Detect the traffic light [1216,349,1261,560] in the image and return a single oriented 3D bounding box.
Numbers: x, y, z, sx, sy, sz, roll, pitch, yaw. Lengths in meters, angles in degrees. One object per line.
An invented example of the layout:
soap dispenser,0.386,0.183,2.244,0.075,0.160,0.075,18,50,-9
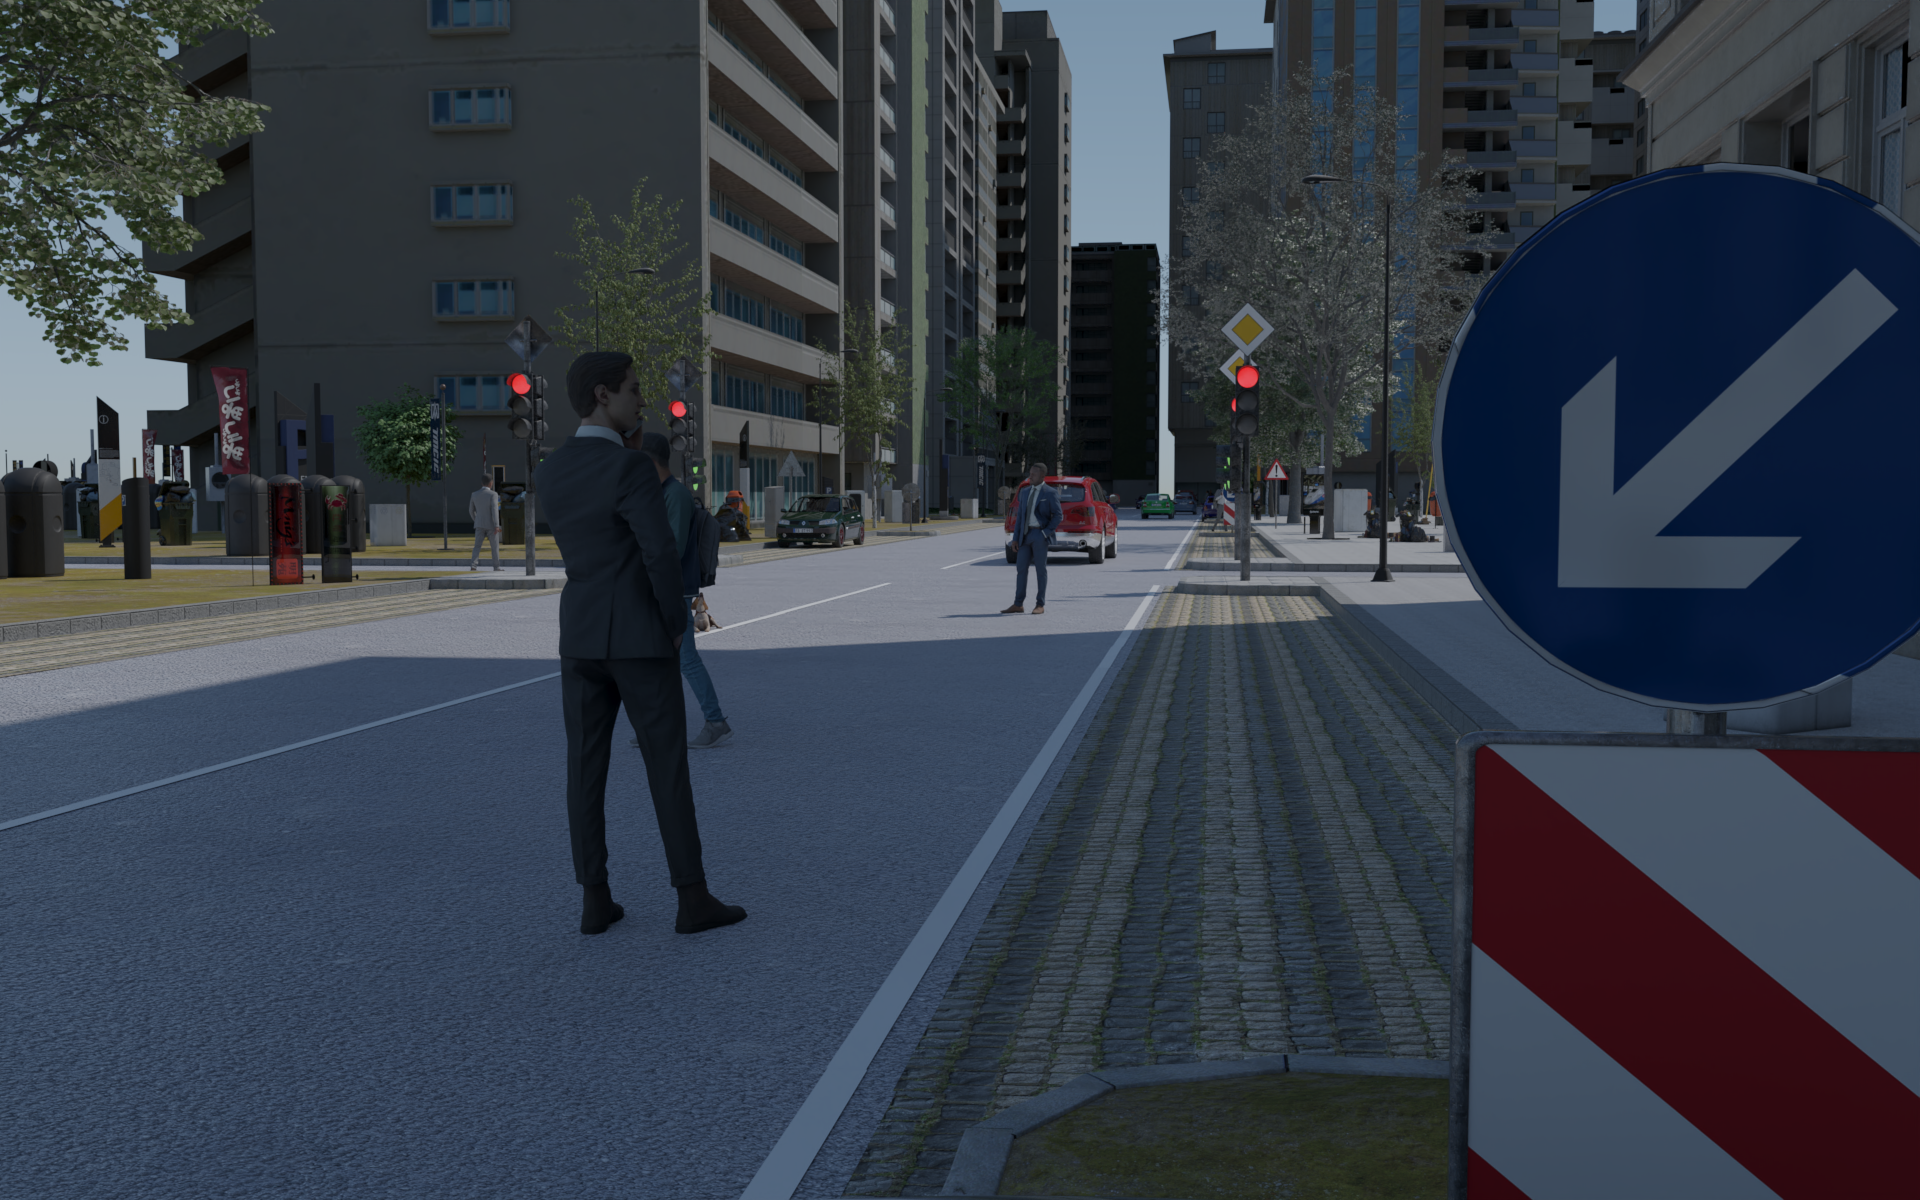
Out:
traffic light,5.368,-2.723,33.443,0.839,4.253,0.868,1,4,8

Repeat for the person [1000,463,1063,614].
person,0.885,-0.739,20.758,0.721,1.800,0.419,2,4,31

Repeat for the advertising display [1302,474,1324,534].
advertising display,11.416,-3.086,55.674,0.123,1.923,0.974,-3,4,-38

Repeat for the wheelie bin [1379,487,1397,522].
wheelie bin,19.832,-4.430,80.334,0.693,1.594,0.980,-1,4,-11

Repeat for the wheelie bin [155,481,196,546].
wheelie bin,-19.441,-2.148,43.035,0.693,1.594,0.980,3,4,37

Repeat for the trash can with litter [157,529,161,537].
trash can with litter,-23.316,-2.426,51.057,1.055,1.170,0.624,2,4,32

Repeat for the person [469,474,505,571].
person,-8.336,-1.323,30.404,0.678,1.792,0.850,1,4,16

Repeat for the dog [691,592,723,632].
dog,-2.646,0.117,18.283,0.550,0.427,0.748,3,4,37

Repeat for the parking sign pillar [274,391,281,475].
parking sign pillar,-17.347,-3.500,45.702,1.447,3.967,1.447,3,5,39

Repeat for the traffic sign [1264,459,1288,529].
traffic sign,11.659,-3.905,63.849,0.884,2.594,0.081,1,4,10

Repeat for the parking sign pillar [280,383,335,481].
parking sign pillar,-15.788,-3.318,42.717,1.447,3.967,1.447,-2,4,-30

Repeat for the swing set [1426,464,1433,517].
swing set,25.059,-5.413,86.128,3.119,2.851,2.862,0,4,2

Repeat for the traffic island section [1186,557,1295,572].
traffic island section,5.406,-0.689,33.552,2.009,0.180,2.903,1,4,8

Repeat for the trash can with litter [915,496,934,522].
trash can with litter,-1.907,-4.309,81.516,1.678,1.210,2.233,0,4,-5

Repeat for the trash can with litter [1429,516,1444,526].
trash can with litter,19.536,-3.608,70.380,0.624,1.170,1.055,1,4,21

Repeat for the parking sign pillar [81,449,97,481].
parking sign pillar,-52.268,-7.066,103.996,1.447,3.967,1.447,0,4,-2

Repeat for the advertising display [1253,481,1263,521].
advertising display,14.509,-4.842,84.385,0.123,1.923,0.974,-1,4,-10

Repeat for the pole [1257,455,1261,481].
pole,15.505,-5.878,89.953,0.158,3.312,0.155,0,3,0

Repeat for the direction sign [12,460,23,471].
direction sign,-62.707,-7.545,115.361,0.876,3.537,0.379,1,4,17

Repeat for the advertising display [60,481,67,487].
advertising display,-43.152,-4.739,82.704,0.974,1.923,0.123,-3,4,-38

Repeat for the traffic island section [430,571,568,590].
traffic island section,-6.777,-0.305,27.269,2.009,0.180,2.903,1,4,8

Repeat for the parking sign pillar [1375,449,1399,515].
parking sign pillar,25.714,-7.085,104.313,1.447,3.967,1.447,-3,5,-43

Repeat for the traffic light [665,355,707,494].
traffic light,-5.579,-2.820,35.030,0.839,4.253,0.868,1,4,8

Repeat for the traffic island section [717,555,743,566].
traffic island section,-5.617,-0.788,35.170,2.009,0.180,2.903,1,4,8

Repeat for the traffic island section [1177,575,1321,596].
traffic island section,4.245,-0.206,25.651,2.009,0.180,2.903,1,4,8

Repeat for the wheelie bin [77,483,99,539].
wheelie bin,-24.971,-2.570,49.921,0.980,1.594,0.693,2,4,27

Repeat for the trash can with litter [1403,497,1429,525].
trash can with litter,19.137,-3.734,72.441,1.055,1.170,0.624,-1,4,-17

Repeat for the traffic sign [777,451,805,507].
traffic sign,-5.064,-3.175,51.913,0.884,2.594,0.081,1,4,14

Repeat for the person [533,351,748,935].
person,-1.092,0.129,5.758,0.648,1.900,0.474,2,4,27

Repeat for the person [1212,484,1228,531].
person,9.261,-3.234,61.473,0.679,1.850,0.850,-3,5,-40

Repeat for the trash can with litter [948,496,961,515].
trash can with litter,-0.245,-5.757,105.189,2.233,1.210,1.678,0,4,-7

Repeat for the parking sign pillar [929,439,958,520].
parking sign pillar,-0.800,-5.943,85.633,1.447,3.967,1.447,0,4,1

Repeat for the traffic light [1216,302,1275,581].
traffic light,4.207,-2.240,25.543,0.839,4.253,0.868,1,4,8

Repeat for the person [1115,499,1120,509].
person,15.312,-9.624,169.081,0.991,1.433,0.599,-3,5,-44

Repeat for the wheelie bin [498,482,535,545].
wheelie bin,-11.268,-2.201,43.896,0.980,1.594,0.693,0,4,-5

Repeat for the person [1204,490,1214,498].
person,22.521,-8.998,155.635,1.348,1.821,0.705,1,4,15

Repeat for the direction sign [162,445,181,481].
direction sign,-35.596,-5.279,78.312,0.379,3.537,0.876,2,4,35

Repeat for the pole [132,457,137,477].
pole,-45.731,-6.249,96.019,0.158,3.312,0.155,0,3,0

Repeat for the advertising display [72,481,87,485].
advertising display,-42.811,-4.854,84.570,0.123,1.923,0.974,2,4,35

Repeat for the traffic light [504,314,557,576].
traffic light,-6.739,-2.337,27.129,0.839,4.253,0.868,1,4,8

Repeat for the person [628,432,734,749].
person,-1.663,-0.060,9.836,0.721,1.781,0.623,-2,4,-35

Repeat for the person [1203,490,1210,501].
person,20.518,-8.253,144.230,0.721,1.735,1.217,2,4,28

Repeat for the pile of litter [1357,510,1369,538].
pile of litter,12.236,-2.236,50.520,1.176,0.858,1.719,0,4,-5
